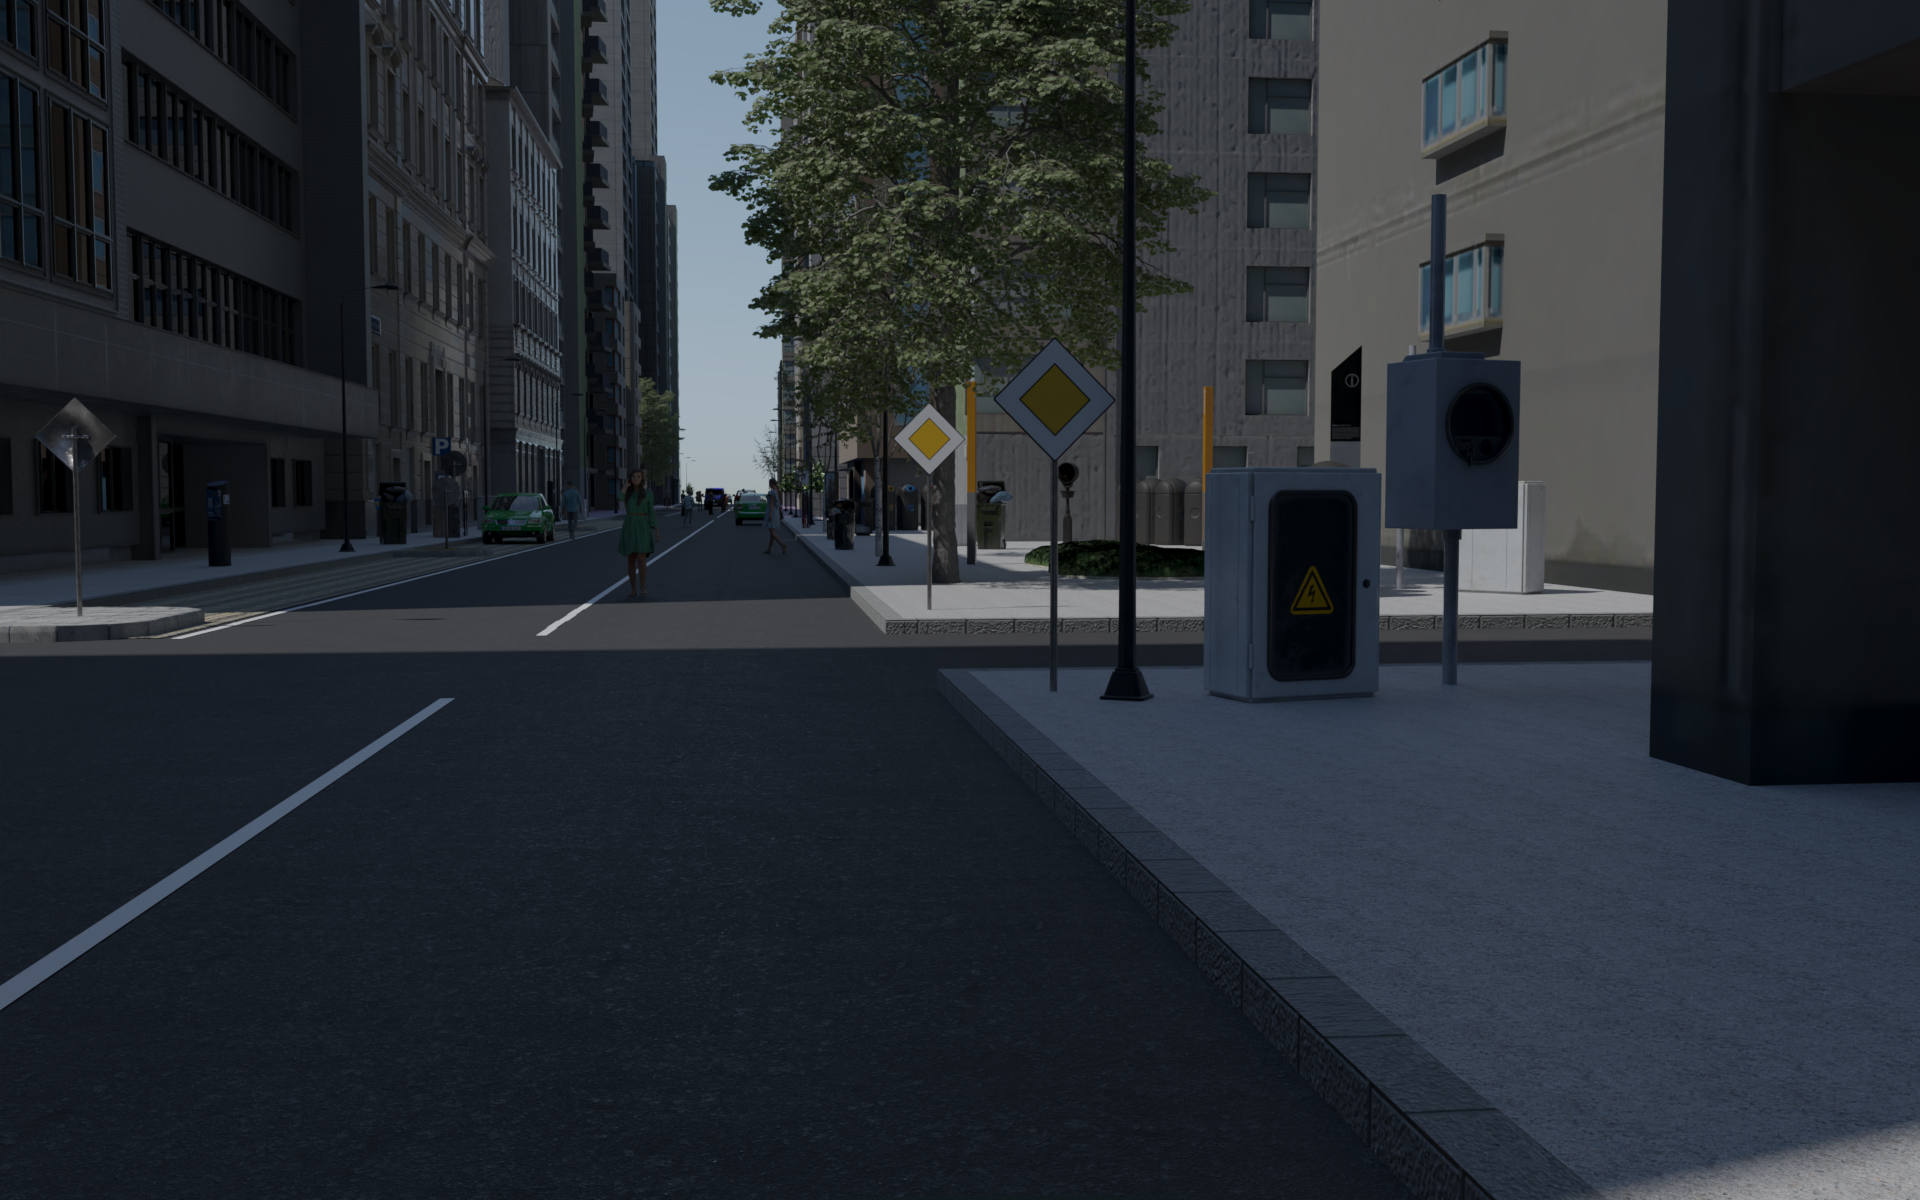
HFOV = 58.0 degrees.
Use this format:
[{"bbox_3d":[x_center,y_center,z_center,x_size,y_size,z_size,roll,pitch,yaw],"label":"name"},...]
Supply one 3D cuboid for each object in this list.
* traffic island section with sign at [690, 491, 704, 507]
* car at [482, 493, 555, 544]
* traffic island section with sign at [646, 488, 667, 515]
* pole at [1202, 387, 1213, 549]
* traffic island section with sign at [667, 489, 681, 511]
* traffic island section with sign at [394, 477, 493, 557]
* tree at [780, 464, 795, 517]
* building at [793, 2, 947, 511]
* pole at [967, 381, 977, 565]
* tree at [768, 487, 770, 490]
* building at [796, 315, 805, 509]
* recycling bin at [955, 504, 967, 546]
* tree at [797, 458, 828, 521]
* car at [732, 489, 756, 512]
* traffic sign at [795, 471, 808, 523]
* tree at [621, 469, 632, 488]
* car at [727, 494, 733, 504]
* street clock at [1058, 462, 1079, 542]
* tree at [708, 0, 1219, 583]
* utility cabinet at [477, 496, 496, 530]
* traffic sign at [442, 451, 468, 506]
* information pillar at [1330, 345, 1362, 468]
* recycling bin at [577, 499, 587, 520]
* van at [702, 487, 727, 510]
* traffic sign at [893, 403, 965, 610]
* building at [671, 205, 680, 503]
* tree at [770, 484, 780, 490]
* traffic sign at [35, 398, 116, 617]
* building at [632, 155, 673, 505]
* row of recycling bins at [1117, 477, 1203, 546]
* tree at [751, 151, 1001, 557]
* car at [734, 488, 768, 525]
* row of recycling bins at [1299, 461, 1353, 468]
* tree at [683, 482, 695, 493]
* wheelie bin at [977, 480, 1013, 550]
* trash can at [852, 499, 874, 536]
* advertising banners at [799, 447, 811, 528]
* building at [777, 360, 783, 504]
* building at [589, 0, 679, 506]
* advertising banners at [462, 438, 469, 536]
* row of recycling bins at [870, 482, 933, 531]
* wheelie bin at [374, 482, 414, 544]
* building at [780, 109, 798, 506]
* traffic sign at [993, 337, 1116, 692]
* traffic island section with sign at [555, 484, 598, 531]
[{"bbox_3d":[-34.029,-13.272,225.624,1.989,1.847,2.006,0,4,-7],"label":"traffic island section with sign"},{"bbox_3d":[-12.940,-2.571,50.837,1.959,1.807,4.718,-1,4,-8],"label":"car"},{"bbox_3d":[-21.125,-6.660,117.514,1.989,1.847,2.006,0,4,-7],"label":"traffic island section with sign"},{"bbox_3d":[4.713,-2.392,32.954,0.158,3.312,0.155,0,3,0],"label":"pole"},{"bbox_3d":[-24.316,-8.297,144.280,1.989,1.847,2.006,0,4,-7],"label":"traffic island section with sign"},{"bbox_3d":[-11.865,-1.915,39.932,1.989,1.847,2.006,0,4,-7],"label":"traffic island section with sign"},{"bbox_3d":[-8.938,-6.169,95.468,1.663,3.219,1.824,0,3,0],"label":"tree"},{"bbox_3d":[-8.394,-31.297,161.819,14.600,45.320,14.200,0,4,-7],"label":"building"},{"bbox_3d":[0.214,-2.300,31.454,0.158,3.312,0.155,0,3,0],"label":"pole"},{"bbox_3d":[-21.642,-12.662,201.617,1.663,3.219,1.824,0,3,0],"label":"tree"},{"bbox_3d":[0.815,-18.162,141.980,27.650,21.520,28.899,0,4,-7],"label":"building"},{"bbox_3d":[-0.044,-1.855,42.887,0.722,1.027,0.722,-1,4,-13],"label":"recycling bin"},{"bbox_3d":[-6.881,-5.437,83.489,1.663,3.219,1.824,0,3,0],"label":"tree"},{"bbox_3d":[-17.226,-8.017,139.745,2.281,1.827,5.304,0,4,-7],"label":"car"},{"bbox_3d":[-6.949,-4.530,76.187,0.606,2.300,0.079,0,4,2],"label":"traffic sign"},{"bbox_3d":[-24.869,-8.335,130.879,1.663,3.219,1.824,0,3,0],"label":"tree"},{"bbox_3d":[-33.011,-14.408,244.365,1.959,1.807,4.718,-1,4,-8],"label":"car"},{"bbox_3d":[2.469,-2.149,39.705,0.471,2.002,0.358,1,4,23],"label":"street clock"},{"bbox_3d":[0.061,-6.499,24.392,7.486,12.596,7.792,0,3,0],"label":"tree"},{"bbox_3d":[-16.898,-3.142,62.531,1.020,1.237,0.306,0,4,5],"label":"utility cabinet"},{"bbox_3d":[-14.859,-3.108,50.929,0.768,2.556,0.104,0,4,1],"label":"traffic sign"},{"bbox_3d":[6.099,-2.202,27.353,0.504,3.616,0.183,1,4,13],"label":"information pillar"},{"bbox_3d":[-19.140,-4.552,86.980,0.722,1.027,0.722,0,4,-6],"label":"recycling bin"},{"bbox_3d":[-22.429,-9.440,158.727,2.240,2.365,5.245,0,4,-5],"label":"van"},{"bbox_3d":[-0.341,-0.948,19.135,0.795,2.450,0.064,0,4,-7],"label":"traffic sign"},{"bbox_3d":[-45.903,-33.862,237.244,14.154,41.232,14.086,0,4,-7],"label":"building"},{"bbox_3d":[-14.756,-9.307,146.764,1.663,3.219,1.824,0,3,0],"label":"tree"},{"bbox_3d":[-9.225,-0.884,18.098,0.795,2.450,0.064,0,4,-7],"label":"traffic sign"},{"bbox_3d":[-41.542,-31.737,202.502,14.154,41.232,14.086,0,4,-7],"label":"building"},{"bbox_3d":[5.191,-2.248,43.875,1.069,1.692,3.534,-2,4,-32],"label":"row of recycling bins"},{"bbox_3d":[-1.496,-5.190,35.217,4.360,8.622,3.978,0,3,0],"label":"tree"},{"bbox_3d":[-9.611,-4.430,81.227,1.959,1.807,4.718,0,4,-6],"label":"car"},{"bbox_3d":[4.791,-0.966,22.915,1.069,1.692,3.534,0,4,7],"label":"row of recycling bins"},{"bbox_3d":[-39.360,-15.678,250.934,1.663,3.219,1.824,0,3,0],"label":"tree"},{"bbox_3d":[0.741,-1.971,40.138,0.980,1.594,0.693,1,4,13],"label":"wheelie bin"},{"bbox_3d":[-2.993,-2.555,53.433,0.748,1.137,0.748,0,3,0],"label":"trash can"},{"bbox_3d":[-5.844,-4.211,65.043,0.090,3.025,2.074,0,4,7],"label":"advertising banners"},{"bbox_3d":[-11.091,-24.099,239.065,27.650,21.520,28.899,0,4,-7],"label":"building"},{"bbox_3d":[-46.383,-47.719,218.450,20.563,71.187,20.611,0,4,-7],"label":"building"},{"bbox_3d":[-15.269,-3.508,53.551,0.090,3.025,2.074,-1,4,-12],"label":"advertising banners"},{"bbox_3d":[-1.455,-3.326,61.485,3.534,1.692,1.069,-1,4,-18],"label":"row of recycling bins"},{"bbox_3d":[-14.450,-2.224,44.270,0.980,1.594,0.693,-2,4,-27],"label":"wheelie bin"},{"bbox_3d":[-12.234,-30.786,186.942,14.154,41.232,14.086,0,4,-7],"label":"building"},{"bbox_3d":[0.606,-0.463,11.206,0.795,2.450,0.064,0,4,-7],"label":"traffic sign"},{"bbox_3d":[-15.089,-3.574,67.060,1.989,1.847,2.006,0,4,-7],"label":"traffic island section with sign"}]
